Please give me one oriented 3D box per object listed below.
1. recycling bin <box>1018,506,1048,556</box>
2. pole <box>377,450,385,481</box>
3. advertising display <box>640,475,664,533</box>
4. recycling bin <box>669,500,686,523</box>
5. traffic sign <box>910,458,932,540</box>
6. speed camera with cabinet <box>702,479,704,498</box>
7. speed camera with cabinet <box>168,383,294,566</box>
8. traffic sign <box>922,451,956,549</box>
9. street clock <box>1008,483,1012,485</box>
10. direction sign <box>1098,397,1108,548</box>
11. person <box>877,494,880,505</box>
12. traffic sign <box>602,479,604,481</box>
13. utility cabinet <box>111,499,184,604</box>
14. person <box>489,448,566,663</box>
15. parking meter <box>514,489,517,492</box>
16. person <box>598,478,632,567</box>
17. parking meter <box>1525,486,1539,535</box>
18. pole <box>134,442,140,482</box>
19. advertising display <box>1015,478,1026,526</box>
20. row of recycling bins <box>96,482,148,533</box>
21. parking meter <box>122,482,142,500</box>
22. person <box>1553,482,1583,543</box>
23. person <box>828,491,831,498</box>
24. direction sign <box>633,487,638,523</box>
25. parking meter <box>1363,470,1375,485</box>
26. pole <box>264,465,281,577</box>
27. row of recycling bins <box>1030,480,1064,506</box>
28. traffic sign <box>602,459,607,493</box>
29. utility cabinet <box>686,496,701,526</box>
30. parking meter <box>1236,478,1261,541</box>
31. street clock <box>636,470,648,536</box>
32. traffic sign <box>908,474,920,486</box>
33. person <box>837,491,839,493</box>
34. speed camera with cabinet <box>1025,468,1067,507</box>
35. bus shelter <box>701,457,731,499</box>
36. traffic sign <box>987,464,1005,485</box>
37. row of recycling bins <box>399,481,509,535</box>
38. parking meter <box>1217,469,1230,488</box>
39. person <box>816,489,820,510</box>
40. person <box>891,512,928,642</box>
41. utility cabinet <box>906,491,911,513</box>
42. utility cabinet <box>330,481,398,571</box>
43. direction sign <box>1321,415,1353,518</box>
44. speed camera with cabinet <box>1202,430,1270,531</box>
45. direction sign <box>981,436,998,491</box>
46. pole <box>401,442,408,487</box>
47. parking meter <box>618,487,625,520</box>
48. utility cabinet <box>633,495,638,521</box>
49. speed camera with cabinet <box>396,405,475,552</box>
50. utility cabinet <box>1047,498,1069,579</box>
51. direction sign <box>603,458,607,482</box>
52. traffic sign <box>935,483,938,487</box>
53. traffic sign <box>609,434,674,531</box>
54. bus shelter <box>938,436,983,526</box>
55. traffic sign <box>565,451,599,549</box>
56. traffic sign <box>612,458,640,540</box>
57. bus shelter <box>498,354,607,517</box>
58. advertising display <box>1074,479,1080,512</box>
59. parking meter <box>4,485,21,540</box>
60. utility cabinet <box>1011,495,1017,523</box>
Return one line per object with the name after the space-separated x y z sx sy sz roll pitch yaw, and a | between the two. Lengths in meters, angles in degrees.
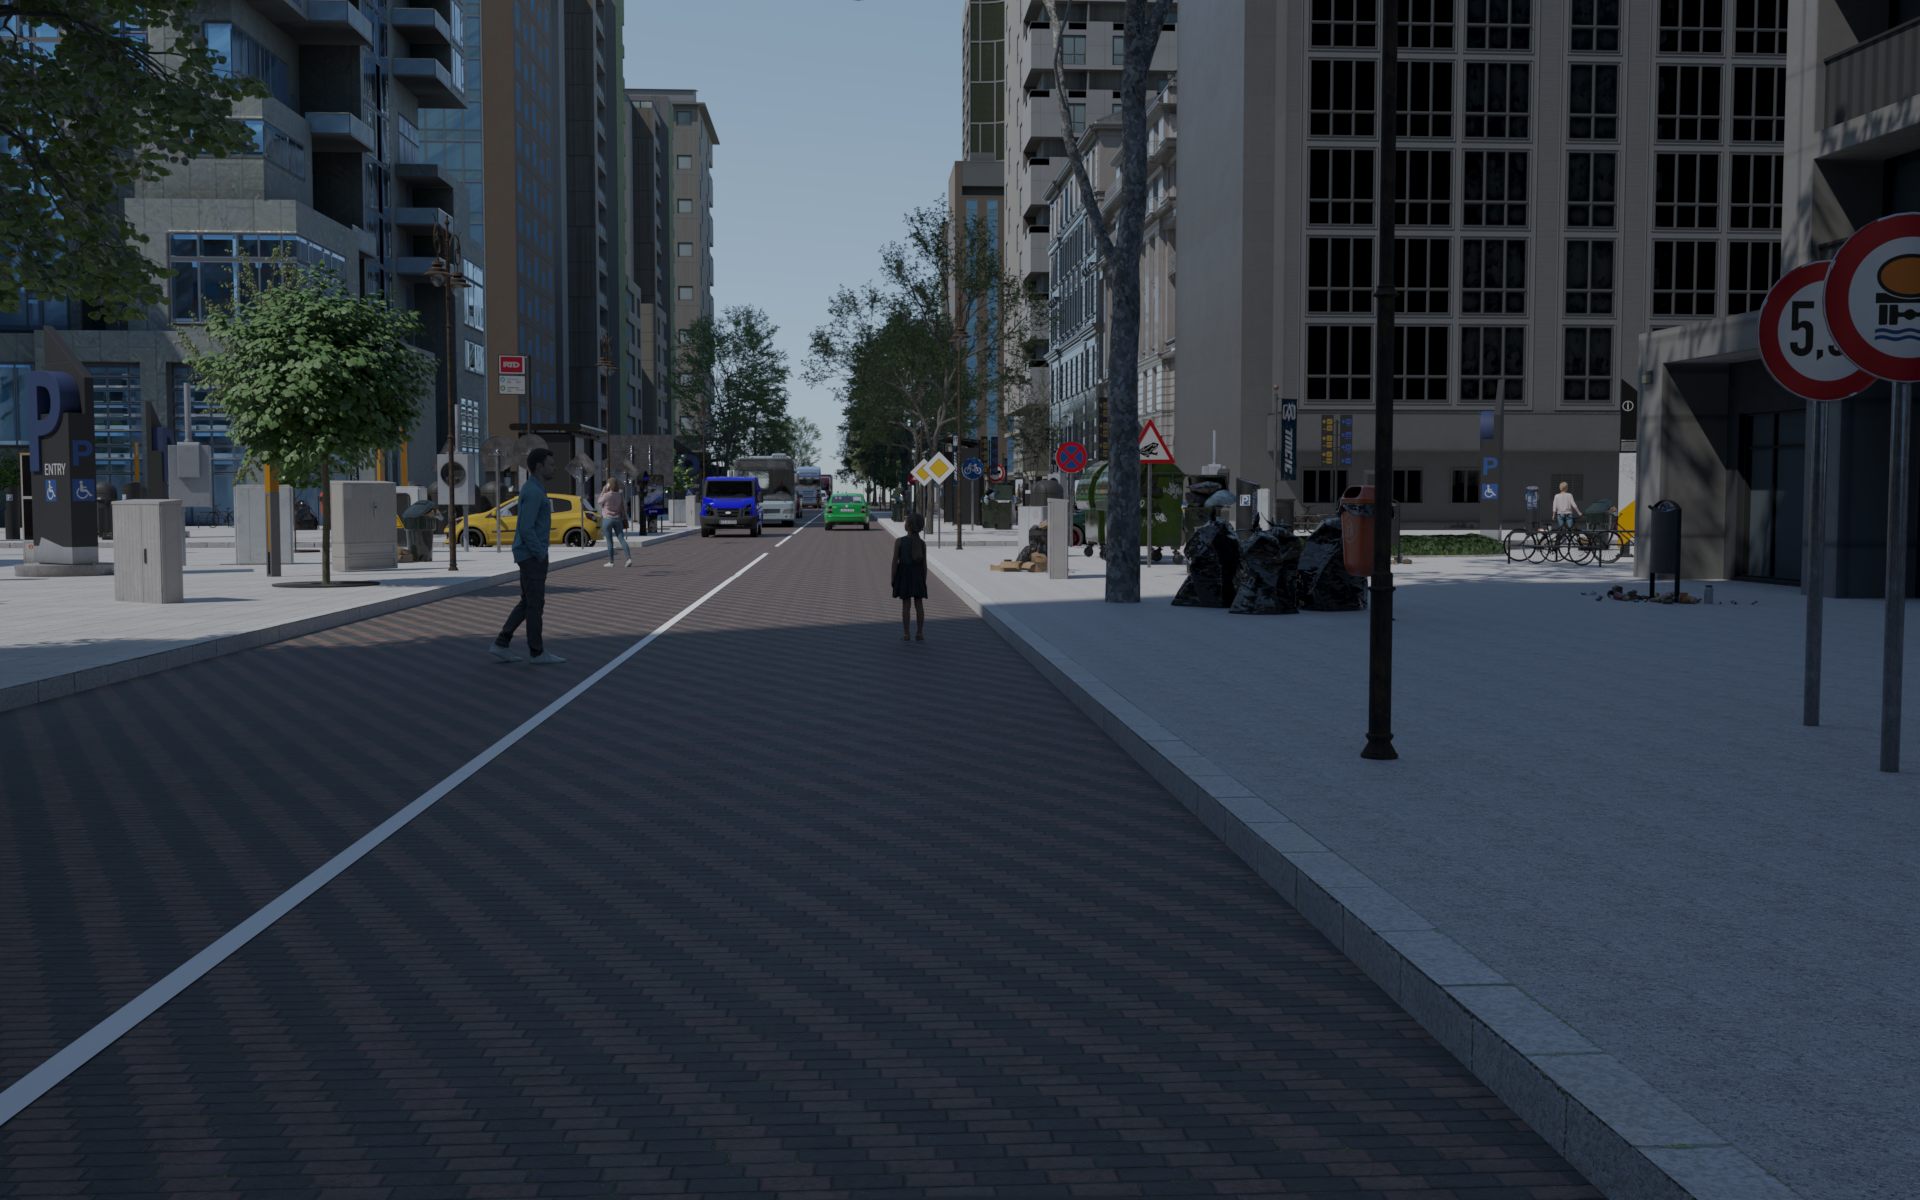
1.676 -1.402 35.471 0.722 1.027 0.722 -3 5 -41 | recycling bin
-16.556 -3.406 49.532 0.158 3.312 0.155 0 3 0 | pole
-10.141 -3.170 57.043 0.123 1.923 0.974 3 4 37 | advertising display
-12.482 -3.926 76.744 0.722 1.027 0.722 -1 4 -22 | recycling bin
-1.007 -2.755 48.693 0.795 2.450 0.064 0 4 -4 | traffic sign
-14.321 -6.422 99.332 2.038 3.252 0.660 0 4 -7 | speed camera with cabinet
-13.166 -2.262 31.314 2.038 3.252 0.660 -1 4 -20 | speed camera with cabinet
-0.492 -2.268 40.724 0.795 2.450 0.064 0 4 -4 | traffic sign
3.108 -6.426 109.642 0.358 2.002 0.471 -1 4 -23 | street clock
3.544 -2.979 40.705 0.876 3.537 0.379 -3 5 -42 | direction sign
-9.564 -11.798 204.624 0.599 1.433 0.991 2 4 33 | person
-14.161 -4.168 68.246 0.768 2.556 0.104 0 4 3 | traffic sign
-9.649 -0.575 20.561 1.020 1.237 0.306 2 4 34 | utility cabinet
-3.687 -0.378 14.706 0.620 1.820 0.660 -1 4 -21 | person
-22.283 -4.830 87.384 0.372 1.533 0.369 0 3 0 | parking meter
-6.742 -1.526 34.042 0.593 1.750 0.643 -3 5 -40 | person
17.865 -2.794 54.094 0.372 1.533 0.369 0 3 0 | parking meter
-32.223 -4.525 67.829 0.158 3.312 0.155 0 3 0 | pole
2.439 -3.974 70.182 0.123 1.923 0.974 -1 4 -17 | advertising display
-28.724 -3.071 57.326 3.534 1.692 1.069 -1 4 -9 | row of recycling bins
-17.805 -1.765 37.271 0.372 1.533 0.369 0 3 0 | parking meter
15.805 -2.192 45.008 0.731 1.740 0.598 1 4 14 | person
-17.460 -13.741 233.121 0.705 1.831 1.348 -3 5 -40 | person
-14.564 -5.228 77.481 0.379 3.537 0.876 3 5 43 | direction sign
9.894 -2.205 41.768 0.255 1.863 0.399 0 4 -4 | parking meter
-10.657 -2.016 26.805 0.158 3.312 0.155 0 3 0 | pole
2.604 -2.755 52.154 1.069 1.692 3.534 0 4 2 | row of recycling bins
-12.808 -3.844 62.947 0.768 2.556 0.104 0 4 6 | traffic sign
-10.755 -3.588 69.818 0.306 1.237 1.020 -2 4 -29 | utility cabinet
4.424 -1.113 26.614 0.372 1.533 0.369 0 3 0 | parking meter
-9.742 -2.974 53.189 0.358 2.002 0.471 1 4 9 | street clock
-2.767 -6.411 104.926 0.768 2.556 0.104 0 4 -1 | traffic sign
-15.527 -12.978 220.672 0.705 1.826 1.348 -1 4 -22 | person
3.697 -4.975 75.683 2.038 3.252 0.660 3 5 39 | speed camera with cabinet
-15.966 -7.446 113.031 1.731 3.624 6.357 0 4 -4 | bus shelter
1.493 -4.434 72.599 0.768 2.556 0.104 0 4 4 | traffic sign
-16.086 -2.937 55.139 3.534 1.692 1.069 -3 4 -36 | row of recycling bins
6.000 -2.067 39.512 0.255 1.863 0.399 1 4 15 | parking meter
-13.004 -9.171 158.079 0.705 1.869 1.348 -1 4 -11 | person
-0.493 -0.226 16.863 0.362 1.253 0.373 -1 4 -13 | person
-3.369 -6.095 108.330 0.318 1.500 1.173 1 4 13 | utility cabinet
-9.949 -1.241 28.964 0.318 1.500 1.173 2 4 27 | utility cabinet
10.760 -3.519 49.539 0.876 3.537 0.379 0 4 4 | direction sign
8.597 -3.651 54.023 2.038 3.252 0.660 0 4 0 | speed camera with cabinet
1.149 -4.647 67.981 0.876 3.537 0.379 -3 5 -40 | direction sign
-15.154 -3.266 47.249 0.158 3.312 0.155 0 3 0 | pole
-15.676 -4.564 80.329 0.399 1.863 0.255 1 4 18 | parking meter
-15.460 -4.365 82.525 0.306 1.237 1.020 -1 4 -18 | utility cabinet
-11.790 -2.680 38.160 2.038 3.252 0.660 0 4 0 | speed camera with cabinet
1.509 -0.942 26.561 0.306 1.237 1.020 0 4 1 | utility cabinet
-22.239 -7.194 109.626 0.379 3.537 0.876 3 5 41 | direction sign
-1.659 -6.529 108.878 0.606 2.300 0.079 0 4 0 | traffic sign
-10.903 -3.995 59.189 2.265 3.308 0.079 0 4 5 | traffic sign
-0.015 -4.993 72.922 1.731 3.624 6.357 0 4 -4 | bus shelter
-8.770 -2.237 40.212 0.795 2.450 0.064 0 4 -4 | traffic sign
-9.285 -2.724 48.181 0.795 2.450 0.064 0 4 -4 | traffic sign
-12.362 -4.589 52.658 2.179 5.291 8.768 0 4 -4 | bus shelter
5.321 -4.203 73.941 0.974 1.923 0.123 2 4 31 | advertising display
-26.752 -2.475 48.885 0.372 1.533 0.369 0 3 0 | parking meter
2.597 -4.057 77.500 1.020 1.237 0.306 -2 4 -23 | utility cabinet
